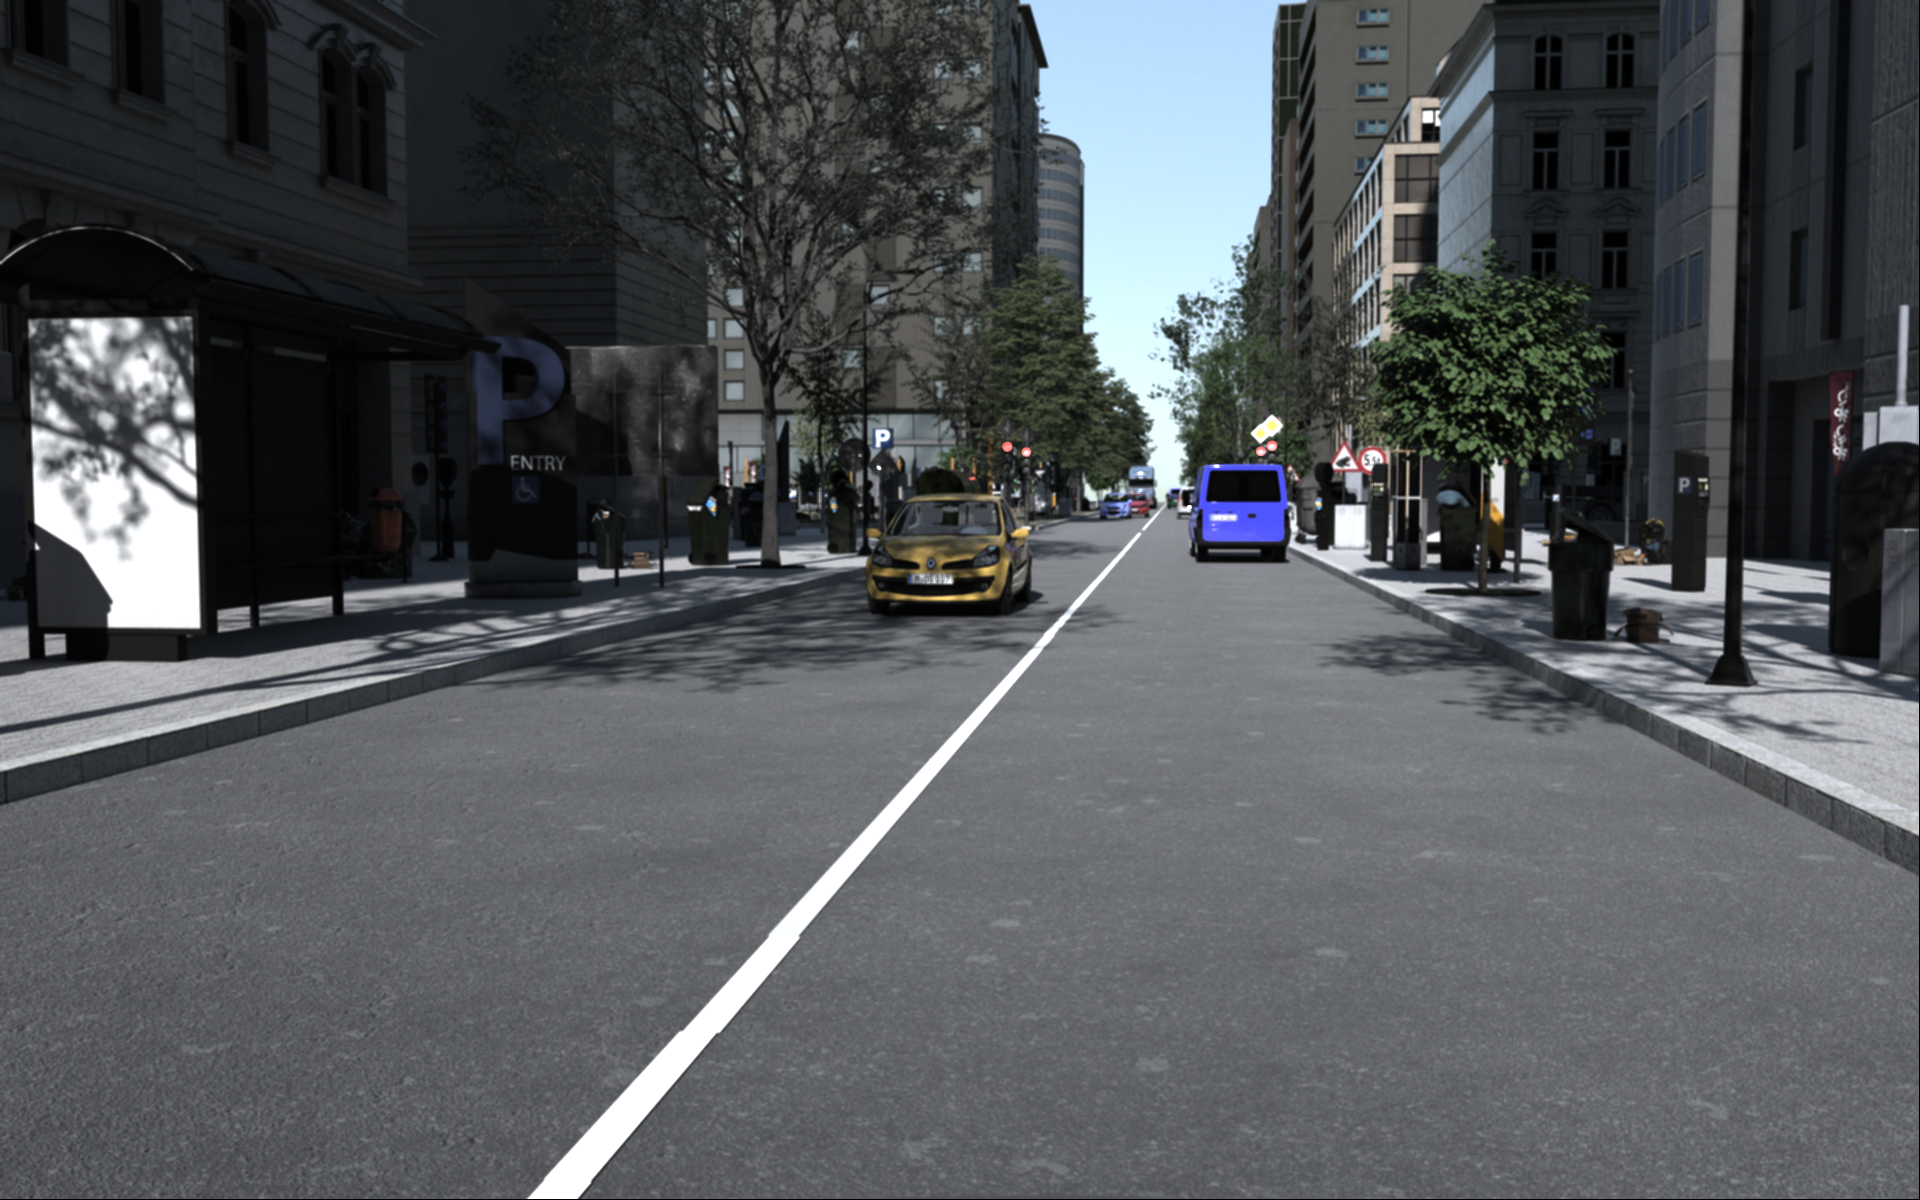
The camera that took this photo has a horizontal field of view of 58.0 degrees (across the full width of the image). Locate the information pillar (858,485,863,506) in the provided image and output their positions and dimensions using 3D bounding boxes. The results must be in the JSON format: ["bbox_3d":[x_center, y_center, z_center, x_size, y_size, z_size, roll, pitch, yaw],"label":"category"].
[{"bbox_3d":[-8.033,-8.283,139.914,0.304,2.012,0.304,2,4,29],"label":"information pillar"}]

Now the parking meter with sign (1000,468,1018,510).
[{"bbox_3d":[2.988,-7.149,113.145,0.543,3.016,1.738,3,5,43],"label":"parking meter with sign"}]

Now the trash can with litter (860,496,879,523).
[{"bbox_3d":[-4.094,-4.505,84.717,1.678,1.210,2.233,2,4,28],"label":"trash can with litter"}]

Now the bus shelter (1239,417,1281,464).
[{"bbox_3d":[15.327,-6.743,87.882,2.179,5.291,8.768,0,4,7],"label":"bus shelter"}]

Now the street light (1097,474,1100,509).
[{"bbox_3d":[12.287,-10.633,146.394,1.470,5.913,1.316,0,4,7],"label":"street light"}]

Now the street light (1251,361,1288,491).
[{"bbox_3d":[10.815,-5.373,60.382,1.470,5.913,1.316,0,4,7],"label":"street light"}]

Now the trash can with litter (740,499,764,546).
[{"bbox_3d":[-5.119,-1.903,42.504,0.624,1.170,1.055,-1,4,-11],"label":"trash can with litter"}]

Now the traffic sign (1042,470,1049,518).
[{"bbox_3d":[4.716,-5.633,92.201,0.768,2.556,0.104,1,4,16],"label":"traffic sign"}]

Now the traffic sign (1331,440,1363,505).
[{"bbox_3d":[9.270,-2.558,41.834,0.884,2.594,0.081,1,4,13],"label":"traffic sign"}]

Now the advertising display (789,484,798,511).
[{"bbox_3d":[-10.566,-6.262,107.596,0.974,1.923,0.123,1,4,14],"label":"advertising display"}]

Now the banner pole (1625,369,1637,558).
[{"bbox_3d":[13.530,-2.750,34.973,0.401,3.779,0.863,2,4,28],"label":"banner pole"}]

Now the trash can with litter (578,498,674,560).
[{"bbox_3d":[-6.788,-1.413,34.168,2.233,1.210,1.678,1,4,13],"label":"trash can with litter"}]

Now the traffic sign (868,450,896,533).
[{"bbox_3d":[-2.051,-2.699,45.319,0.795,2.450,0.064,1,4,10],"label":"traffic sign"}]

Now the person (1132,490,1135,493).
[{"bbox_3d":[13.099,-7.498,131.487,0.834,1.777,0.661,1,4,10],"label":"person"}]

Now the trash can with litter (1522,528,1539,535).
[{"bbox_3d":[17.090,-2.677,54.831,1.678,1.210,2.233,-2,4,-27],"label":"trash can with litter"}]

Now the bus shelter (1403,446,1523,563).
[{"bbox_3d":[9.920,-2.478,34.432,2.014,3.302,5.546,0,4,7],"label":"bus shelter"}]

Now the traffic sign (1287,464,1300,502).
[{"bbox_3d":[13.778,-4.422,72.309,0.884,2.594,0.081,1,4,9],"label":"traffic sign"}]

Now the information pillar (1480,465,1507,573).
[{"bbox_3d":[8.667,-2.248,28.103,0.504,3.616,0.183,-2,4,-34],"label":"information pillar"}]

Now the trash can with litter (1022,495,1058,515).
[{"bbox_3d":[5.300,-5.911,107.700,2.233,1.210,1.678,1,4,14],"label":"trash can with litter"}]

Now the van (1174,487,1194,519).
[{"bbox_3d":[13.375,-5.693,100.100,2.013,2.044,4.112,0,4,7],"label":"van"}]

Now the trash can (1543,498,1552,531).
[{"bbox_3d":[20.717,-2.982,60.404,0.748,1.137,0.748,0,3,0],"label":"trash can"}]

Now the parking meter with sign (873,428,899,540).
[{"bbox_3d":[-1.889,-3.085,46.708,0.543,3.016,1.738,1,4,10],"label":"parking meter with sign"}]

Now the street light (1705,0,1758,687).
[{"bbox_3d":[4.675,-2.388,11.591,1.470,5.913,1.316,0,4,7],"label":"street light"}]

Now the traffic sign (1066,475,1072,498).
[{"bbox_3d":[7.505,-7.212,117.925,0.884,2.594,0.081,1,4,13],"label":"traffic sign"}]

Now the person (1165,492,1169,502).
[{"bbox_3d":[35.272,-17.424,293.940,0.990,1.755,0.434,1,4,12],"label":"person"}]

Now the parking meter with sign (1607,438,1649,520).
[{"bbox_3d":[20.722,-3.474,53.057,0.543,3.016,1.738,-2,4,-32],"label":"parking meter with sign"}]

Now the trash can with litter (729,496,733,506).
[{"bbox_3d":[-16.318,-7.122,127.496,2.233,1.210,1.678,-2,4,-30],"label":"trash can with litter"}]

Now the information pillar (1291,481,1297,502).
[{"bbox_3d":[15.632,-4.673,80.901,0.304,2.012,0.304,0,4,8],"label":"information pillar"}]

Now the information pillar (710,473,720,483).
[{"bbox_3d":[-8.623,-3.447,60.843,0.304,2.012,0.304,1,4,13],"label":"information pillar"}]

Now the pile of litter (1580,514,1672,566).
[{"bbox_3d":[12.393,-1.081,31.645,1.719,0.858,1.176,-1,4,-20],"label":"pile of litter"}]

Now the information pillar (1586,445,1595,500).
[{"bbox_3d":[26.544,-4.990,72.939,0.504,3.616,0.183,-3,4,-38],"label":"information pillar"}]

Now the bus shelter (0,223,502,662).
[{"bbox_3d":[-6.177,-1.334,15.728,2.014,3.302,5.546,0,4,7],"label":"bus shelter"}]

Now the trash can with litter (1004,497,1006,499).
[{"bbox_3d":[1.500,-3.699,71.869,1.055,1.170,0.624,1,4,11],"label":"trash can with litter"}]

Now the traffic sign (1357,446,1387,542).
[{"bbox_3d":[10.934,-2.807,46.004,0.768,2.556,0.104,1,4,9],"label":"traffic sign"}]

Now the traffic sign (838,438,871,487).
[{"bbox_3d":[-2.408,-2.403,39.403,0.768,2.556,0.104,1,4,12],"label":"traffic sign"}]

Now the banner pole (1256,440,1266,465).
[{"bbox_3d":[12.668,-5.060,72.750,0.863,3.779,0.401,0,4,-7],"label":"banner pole"}]

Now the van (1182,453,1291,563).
[{"bbox_3d":[6.043,-2.050,37.904,2.240,2.365,5.245,0,4,6],"label":"van"}]

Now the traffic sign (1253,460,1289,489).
[{"bbox_3d":[14.957,-5.371,81.687,2.265,3.308,0.079,1,4,14],"label":"traffic sign"}]

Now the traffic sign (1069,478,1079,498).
[{"bbox_3d":[7.280,-6.629,110.510,0.606,2.300,0.079,1,4,12],"label":"traffic sign"}]

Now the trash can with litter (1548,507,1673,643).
[{"bbox_3d":[5.719,-0.236,15.238,1.055,1.170,0.624,2,4,23],"label":"trash can with litter"}]

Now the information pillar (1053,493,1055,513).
[{"bbox_3d":[6.243,-7.696,117.185,0.504,3.616,0.183,0,4,-4],"label":"information pillar"}]

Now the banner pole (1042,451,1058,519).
[{"bbox_3d":[4.696,-6.107,89.868,0.863,3.779,0.401,0,4,-6],"label":"banner pole"}]

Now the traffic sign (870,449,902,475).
[{"bbox_3d":[-2.046,-2.921,47.760,0.884,2.594,0.081,0,4,7],"label":"traffic sign"}]

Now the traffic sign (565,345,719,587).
[{"bbox_3d":[-4.444,-1.837,23.902,2.265,3.308,0.079,0,4,7],"label":"traffic sign"}]

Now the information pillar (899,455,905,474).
[{"bbox_3d":[-3.498,-6.916,104.437,0.183,3.616,0.504,3,5,39],"label":"information pillar"}]

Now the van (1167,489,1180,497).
[{"bbox_3d":[24.106,-11.479,192.060,2.240,2.365,5.245,0,4,5],"label":"van"}]

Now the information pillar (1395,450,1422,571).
[{"bbox_3d":[7.548,-1.507,29.134,0.304,2.012,0.304,-1,4,-22],"label":"information pillar"}]

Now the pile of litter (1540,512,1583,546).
[{"bbox_3d":[14.782,-1.729,42.240,1.176,0.858,1.719,2,4,23],"label":"pile of litter"}]

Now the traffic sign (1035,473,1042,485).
[{"bbox_3d":[3.886,-5.467,90.572,0.795,2.450,0.064,1,4,13],"label":"traffic sign"}]

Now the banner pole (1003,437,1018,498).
[{"bbox_3d":[2.163,-5.290,76.515,0.863,3.779,0.401,-2,4,-26],"label":"banner pole"}]

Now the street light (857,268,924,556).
[{"bbox_3d":[-1.430,-3.873,35.863,1.470,5.913,1.316,0,4,7],"label":"street light"}]

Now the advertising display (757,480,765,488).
[{"bbox_3d":[-9.009,-4.612,80.625,0.974,1.923,0.123,-3,4,-38],"label":"advertising display"}]

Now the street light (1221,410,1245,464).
[{"bbox_3d":[15.133,-7.534,95.721,1.470,5.913,1.316,0,4,7],"label":"street light"}]

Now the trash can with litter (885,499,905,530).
[{"bbox_3d":[-1.465,-1.836,41.399,0.624,1.170,1.055,0,4,-8],"label":"trash can with litter"}]

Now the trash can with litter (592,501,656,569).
[{"bbox_3d":[-5.784,-1.128,29.824,1.055,1.170,0.624,-1,4,-14],"label":"trash can with litter"}]

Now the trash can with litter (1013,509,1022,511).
[{"bbox_3d":[4.647,-7.232,129.301,2.233,1.210,1.678,2,4,30],"label":"trash can with litter"}]

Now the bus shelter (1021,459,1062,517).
[{"bbox_3d":[4.764,-6.566,101.279,2.014,3.302,5.546,0,4,7],"label":"bus shelter"}]

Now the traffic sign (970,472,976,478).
[{"bbox_3d":[0.301,-4.436,73.712,0.795,2.450,0.064,1,4,13],"label":"traffic sign"}]

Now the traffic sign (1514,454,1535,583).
[{"bbox_3d":[8.051,-1.521,24.969,0.768,2.556,0.104,1,4,14],"label":"traffic sign"}]
